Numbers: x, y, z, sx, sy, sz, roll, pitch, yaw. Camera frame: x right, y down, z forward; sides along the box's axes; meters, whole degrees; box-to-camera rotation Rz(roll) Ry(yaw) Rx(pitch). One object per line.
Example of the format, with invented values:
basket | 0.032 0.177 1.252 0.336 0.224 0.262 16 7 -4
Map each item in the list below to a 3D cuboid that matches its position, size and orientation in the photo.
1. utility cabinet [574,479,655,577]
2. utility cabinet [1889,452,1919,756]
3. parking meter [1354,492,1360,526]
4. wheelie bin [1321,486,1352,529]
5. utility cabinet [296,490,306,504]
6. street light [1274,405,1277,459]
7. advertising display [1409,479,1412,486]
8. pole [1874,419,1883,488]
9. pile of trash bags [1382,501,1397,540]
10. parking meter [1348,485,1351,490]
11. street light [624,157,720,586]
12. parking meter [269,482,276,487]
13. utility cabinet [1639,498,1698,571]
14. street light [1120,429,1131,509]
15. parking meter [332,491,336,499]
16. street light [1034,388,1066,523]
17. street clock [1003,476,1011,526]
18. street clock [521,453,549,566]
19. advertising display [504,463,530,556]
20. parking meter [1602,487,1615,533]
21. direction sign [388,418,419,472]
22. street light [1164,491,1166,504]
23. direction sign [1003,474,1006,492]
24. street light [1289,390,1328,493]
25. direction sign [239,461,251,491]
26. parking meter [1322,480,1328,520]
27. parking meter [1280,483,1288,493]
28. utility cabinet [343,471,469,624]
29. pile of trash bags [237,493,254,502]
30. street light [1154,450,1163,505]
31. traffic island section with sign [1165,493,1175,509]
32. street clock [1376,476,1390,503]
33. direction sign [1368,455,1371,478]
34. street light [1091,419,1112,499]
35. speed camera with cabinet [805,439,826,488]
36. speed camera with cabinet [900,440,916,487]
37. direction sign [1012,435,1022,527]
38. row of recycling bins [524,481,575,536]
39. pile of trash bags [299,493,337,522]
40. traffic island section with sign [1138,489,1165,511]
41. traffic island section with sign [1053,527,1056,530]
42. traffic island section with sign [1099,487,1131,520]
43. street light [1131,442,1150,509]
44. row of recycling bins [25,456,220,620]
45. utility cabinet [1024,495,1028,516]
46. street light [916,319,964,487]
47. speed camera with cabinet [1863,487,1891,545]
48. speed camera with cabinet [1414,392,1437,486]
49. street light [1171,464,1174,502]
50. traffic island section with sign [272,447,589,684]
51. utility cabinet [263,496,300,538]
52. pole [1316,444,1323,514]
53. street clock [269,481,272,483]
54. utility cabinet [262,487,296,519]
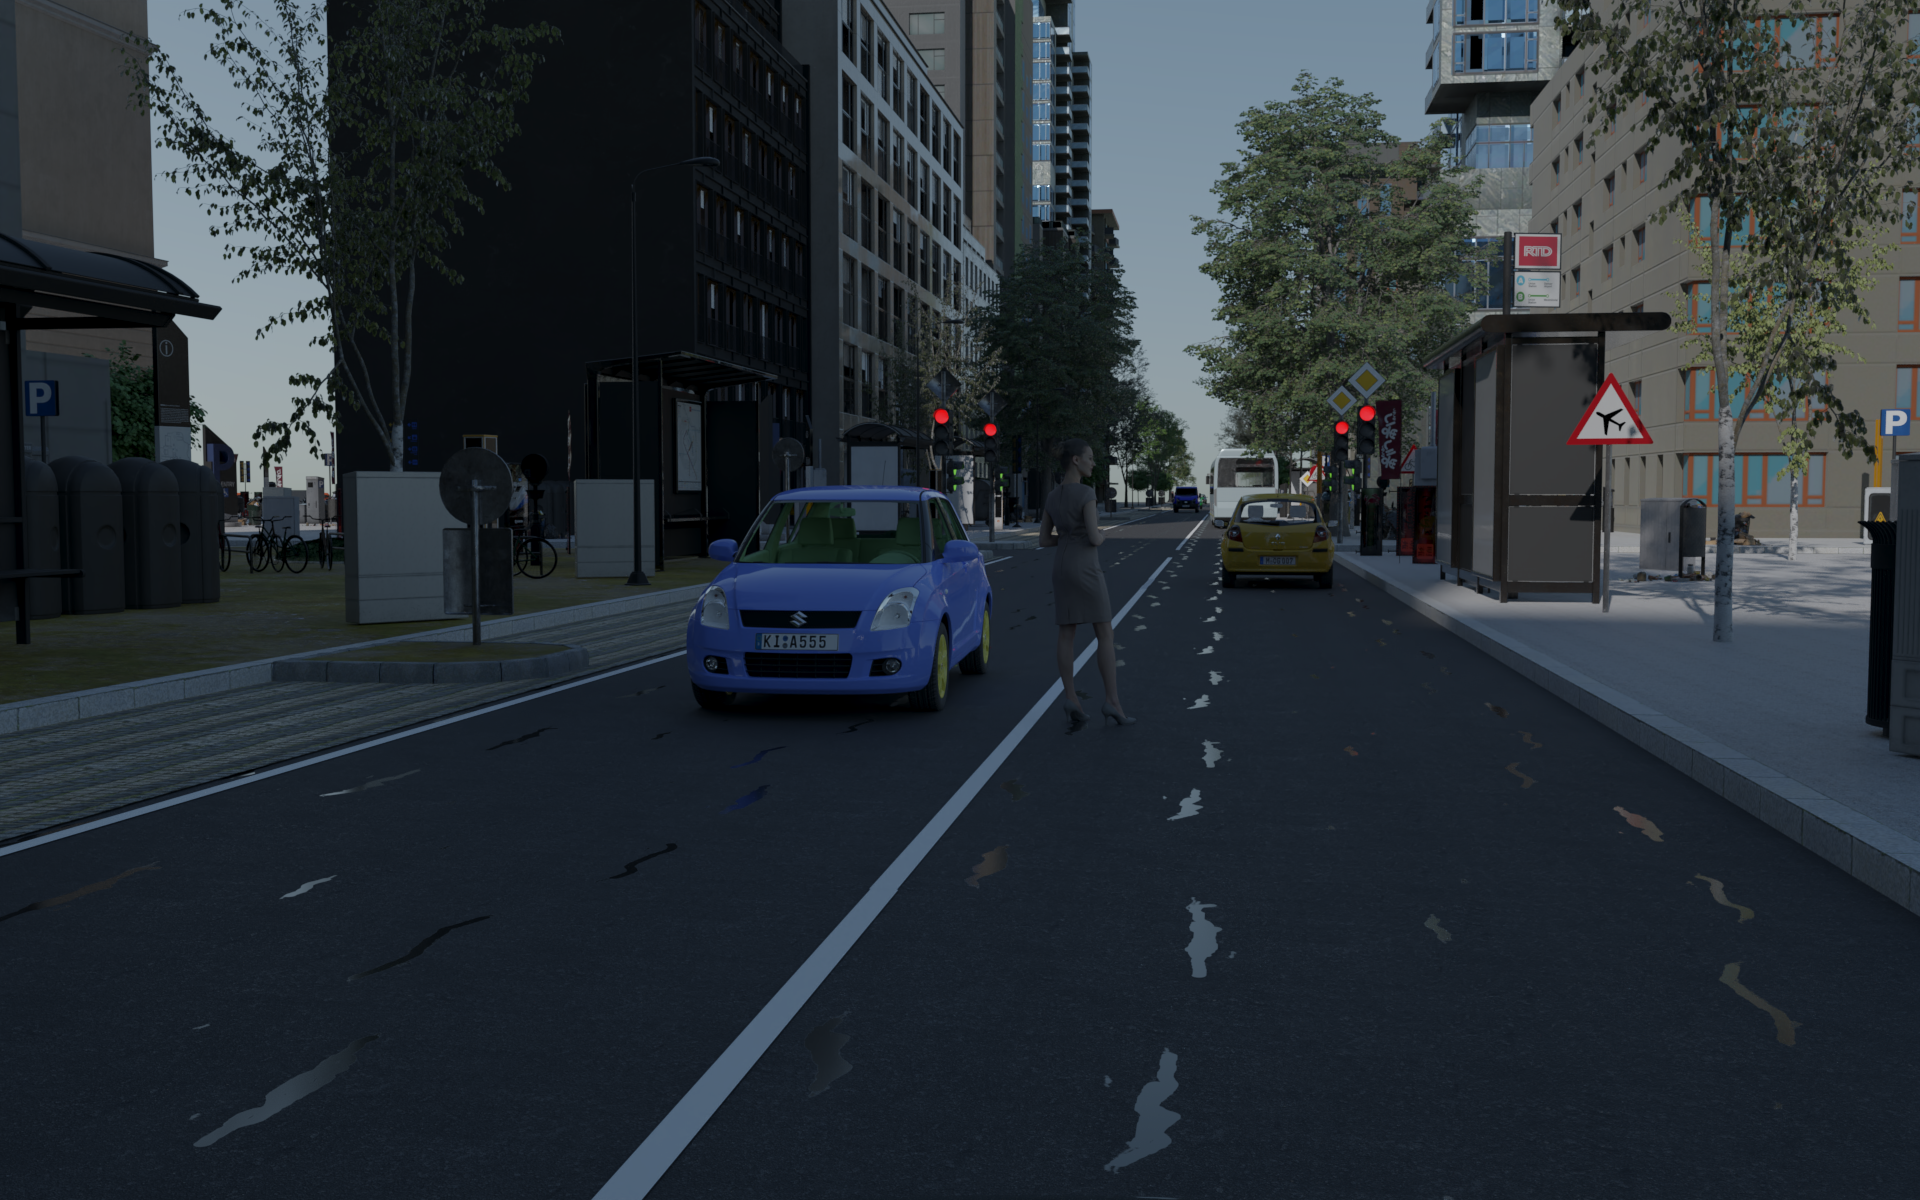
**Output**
utility cabinet | -5.292 -1.092 26.530 1.173 1.500 0.318 -1 4 -18
utility cabinet | 4.905 0.043 7.971 0.318 1.500 1.173 -1 4 -22
parking meter | 15.888 -3.741 69.574 0.372 1.533 0.369 0 3 0
wheelie bin | 11.728 -2.828 54.144 0.980 1.594 0.693 -1 4 -19
utility cabinet | -36.187 -5.239 94.332 0.318 1.500 1.173 2 4 25
street light | 16.478 -7.134 89.189 1.470 5.913 1.316 1 4 9
advertising display | 19.235 -4.138 72.862 0.123 1.923 0.974 -2 4 -24
pole | 25.107 -3.274 47.375 0.158 3.312 0.155 0 3 0
pile of trash bags | 12.658 -2.375 48.582 1.912 1.369 3.447 0 4 -5
parking meter | 21.073 -5.405 94.079 0.255 1.863 0.399 1 4 20
street light | -4.002 -3.154 24.114 1.470 5.913 1.316 1 4 9
parking meter | -33.519 -4.817 84.461 0.255 1.863 0.399 -1 4 -12
utility cabinet | 11.974 -1.110 29.315 0.306 1.237 1.020 -1 4 -21
street light | 11.048 -9.137 121.926 1.470 5.913 1.316 1 4 9
parking meter | -43.881 -6.925 121.631 0.372 1.533 0.369 0 3 0
street light | 3.934 -6.325 75.952 1.470 5.913 1.316 1 4 9
street clock | 1.909 -4.019 70.274 0.358 2.002 0.471 0 4 7
street clock | -7.600 -1.617 31.015 0.471 2.002 0.358 0 4 -4
advertising display | -9.231 -1.887 36.061 0.123 1.923 0.974 1 4 11
parking meter | 21.676 -3.027 57.899 0.372 1.533 0.369 0 3 0
direction sign | -16.630 -3.658 51.799 0.876 3.537 0.379 0 4 -6
street light | 23.544 -14.164 204.130 1.470 5.913 1.316 1 4 9
direction sign | 3.111 -7.941 121.825 0.379 3.537 0.876 1 4 18
street light | 12.031 -5.316 59.462 1.470 5.913 1.316 1 4 9
direction sign | -48.552 -7.687 117.679 0.379 3.537 0.876 2 4 25
parking meter | 14.790 -3.951 70.310 0.255 1.863 0.399 1 4 10
parking meter | 17.620 -5.420 94.327 0.255 1.863 0.399 -2 4 -35
utility cabinet | -5.543 -0.530 17.338 1.173 1.500 0.318 -3 5 -45
pile of trash bags | -46.861 -6.510 116.188 3.447 1.369 1.912 -2 4 -31
street light | 20.296 -12.811 181.998 1.470 5.913 1.316 1 4 9
traffic island section with sign | 19.943 -9.923 170.864 1.989 1.847 2.006 1 4 9
street clock | 16.668 -3.896 68.268 0.471 2.002 0.358 -1 4 -17
direction sign | 20.069 -5.715 85.434 0.379 3.537 0.876 0 4 -8
street light | 8.462 -8.141 105.649 1.470 5.913 1.316 1 4 9
speed camera with cabinet | -5.566 -4.181 62.690 0.660 3.252 2.038 -2 4 -33
speed camera with cabinet | -1.644 -4.229 63.478 0.660 3.252 2.038 -2 4 -31
direction sign | 2.193 -4.565 66.640 0.379 3.537 0.876 -1 4 -20
row of recycling bins | -12.501 -2.831 53.392 1.069 1.692 3.534 0 4 6
pile of trash bags | -28.578 -4.273 79.623 3.447 1.369 1.912 -3 5 -44
traffic island section with sign | 15.830 -8.286 144.110 1.989 1.847 2.006 1 4 9
traffic island section with sign | 4.267 -3.673 68.688 1.989 1.847 2.006 1 4 9
traffic island section with sign | 8.393 -5.318 95.569 1.989 1.847 2.006 1 4 9
street light | 15.730 -10.995 152.307 1.470 5.913 1.316 1 4 9
row of recycling bins | -9.445 -0.737 19.158 1.069 1.692 3.534 1 4 12
utility cabinet | 4.283 -5.548 101.872 1.020 1.237 0.306 3 4 37
street light | -0.591 -4.509 46.255 1.470 5.913 1.316 1 4 9
speed camera with cabinet | 23.413 -2.957 42.683 0.660 3.252 2.038 -2 4 -28
speed camera with cabinet | 9.803 -2.382 33.288 2.038 3.252 0.660 3 5 40
street light | 28.199 -15.980 233.807 1.470 5.913 1.316 1 4 9
traffic island section with sign | -4.119 -0.327 13.973 1.989 1.847 2.006 1 4 9
utility cabinet | -19.990 -2.439 51.041 1.020 1.237 0.306 1 4 12
pole | 13.773 -4.436 66.364 0.158 3.312 0.155 0 3 0
street clock | -39.522 -5.803 99.451 0.471 2.002 0.358 -3 5 -40
utility cabinet | -21.882 -2.868 55.566 1.173 1.500 0.318 3 4 36
